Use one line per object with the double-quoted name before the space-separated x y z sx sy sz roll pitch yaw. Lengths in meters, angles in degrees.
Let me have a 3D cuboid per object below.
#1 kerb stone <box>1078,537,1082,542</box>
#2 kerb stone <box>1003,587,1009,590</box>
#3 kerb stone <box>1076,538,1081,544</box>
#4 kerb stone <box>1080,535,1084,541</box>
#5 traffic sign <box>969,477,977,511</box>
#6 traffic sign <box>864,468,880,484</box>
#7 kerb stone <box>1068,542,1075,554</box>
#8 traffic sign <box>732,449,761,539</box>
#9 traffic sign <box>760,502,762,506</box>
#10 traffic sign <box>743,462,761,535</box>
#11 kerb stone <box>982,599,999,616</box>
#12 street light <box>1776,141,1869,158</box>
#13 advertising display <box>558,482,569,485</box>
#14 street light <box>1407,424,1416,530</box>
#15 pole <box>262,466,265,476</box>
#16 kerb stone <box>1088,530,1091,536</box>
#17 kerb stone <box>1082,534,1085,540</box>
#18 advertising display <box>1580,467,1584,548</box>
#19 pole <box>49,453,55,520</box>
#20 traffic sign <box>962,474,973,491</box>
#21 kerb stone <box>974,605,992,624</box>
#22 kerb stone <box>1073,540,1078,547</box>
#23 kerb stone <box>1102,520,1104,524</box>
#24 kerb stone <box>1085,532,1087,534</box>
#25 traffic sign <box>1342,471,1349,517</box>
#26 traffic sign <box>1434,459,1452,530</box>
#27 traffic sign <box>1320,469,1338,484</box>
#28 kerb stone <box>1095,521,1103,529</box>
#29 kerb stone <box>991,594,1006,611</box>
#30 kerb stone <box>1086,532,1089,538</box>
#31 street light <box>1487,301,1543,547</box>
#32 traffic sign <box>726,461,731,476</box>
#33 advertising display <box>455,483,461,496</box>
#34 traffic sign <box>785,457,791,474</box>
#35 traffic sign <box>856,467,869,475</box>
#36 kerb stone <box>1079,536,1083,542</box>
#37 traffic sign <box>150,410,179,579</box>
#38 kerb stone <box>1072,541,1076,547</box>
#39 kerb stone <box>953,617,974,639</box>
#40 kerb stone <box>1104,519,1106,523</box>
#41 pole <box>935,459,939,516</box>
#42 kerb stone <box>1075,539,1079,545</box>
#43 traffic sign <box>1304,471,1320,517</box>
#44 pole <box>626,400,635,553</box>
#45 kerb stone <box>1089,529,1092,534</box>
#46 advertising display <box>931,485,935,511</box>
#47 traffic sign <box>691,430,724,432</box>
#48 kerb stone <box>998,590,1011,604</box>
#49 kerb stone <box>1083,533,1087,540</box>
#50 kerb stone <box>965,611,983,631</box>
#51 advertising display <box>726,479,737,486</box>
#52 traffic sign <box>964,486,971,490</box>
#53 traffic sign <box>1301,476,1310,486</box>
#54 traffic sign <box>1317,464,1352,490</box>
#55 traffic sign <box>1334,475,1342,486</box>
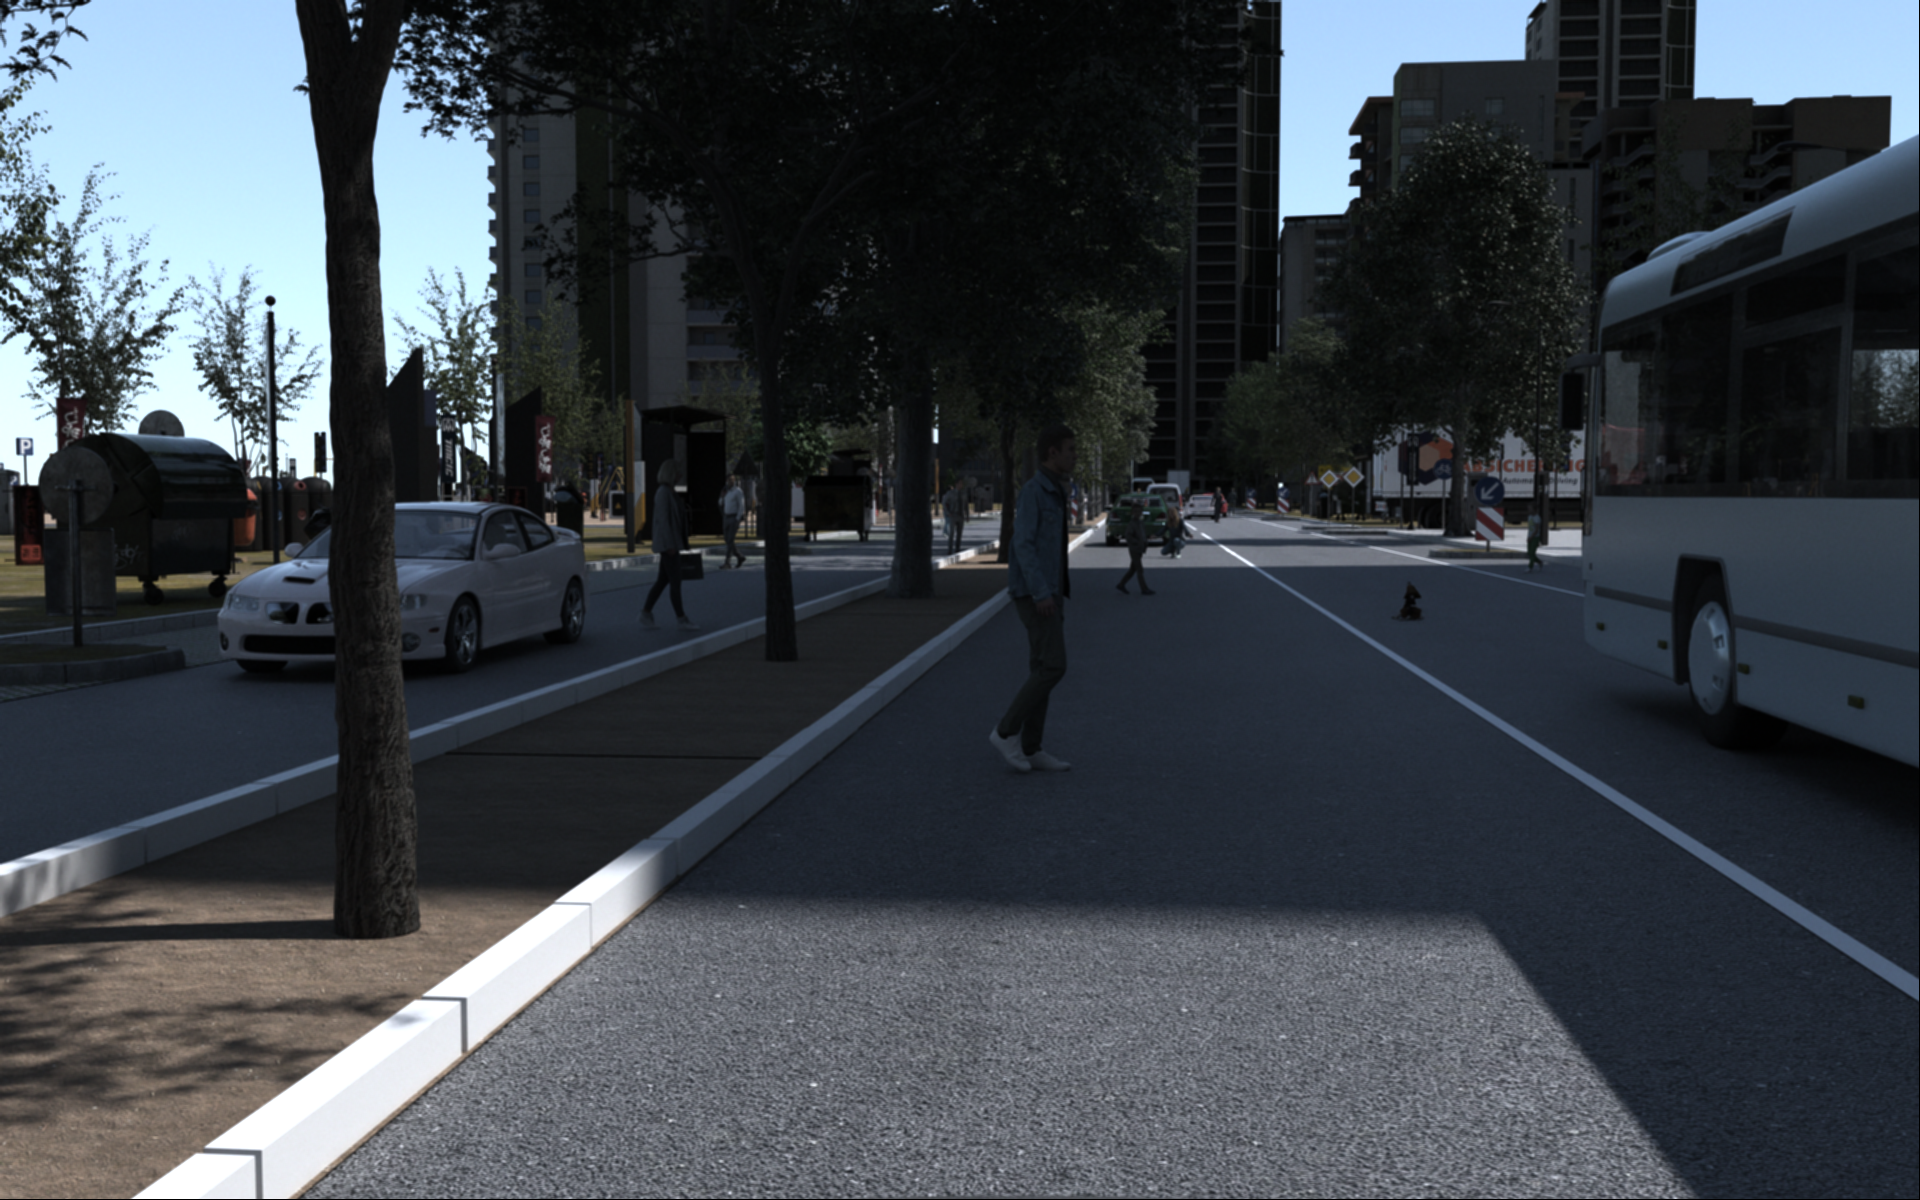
"kerb stone" 3.283 -1.618 48.721 0.120 0.150 1.000 0 4 6
"kerb stone" 0.638 -0.063 23.252 0.120 0.150 1.000 0 4 6
"kerb stone" 3.177 -1.558 47.701 0.120 0.150 1.000 0 4 6
"kerb stone" 3.494 -1.742 50.765 0.120 0.150 1.000 0 4 6
"traffic sign" 0.914 -7.907 129.386 0.768 2.556 0.104 0 4 7
"traffic sign" -3.887 -4.544 75.487 0.795 2.450 0.064 1 4 12
"kerb stone" 2.755 -1.305 43.626 0.120 0.150 1.000 0 4 6
"traffic sign" -6.126 -3.033 49.596 0.884 2.594 0.081 1 4 13
"traffic sign" -8.306 -4.408 72.180 0.768 2.556 0.104 1 4 12
"traffic sign" -6.538 -3.200 54.454 0.606 2.300 0.079 1 4 10
"kerb stone" 0.322 0.125 20.198 0.120 0.150 1.000 0 4 6
"street light" 11.454 -3.082 22.931 1.470 5.913 1.316 0 4 6
"advertising display" -21.823 -5.513 95.356 0.123 1.923 0.974 3 4 36
"street light" 15.496 -5.436 61.420 1.470 5.913 1.316 0 4 6
"pole" -51.294 -8.185 127.674 0.158 3.312 0.155 0 3 0
"kerb stone" 4.130 -2.121 56.877 0.120 0.150 1.000 0 4 6
"kerb stone" 3.599 -1.810 51.786 0.120 0.150 1.000 0 4 6
"advertising display" 15.062 -2.195 41.096 0.123 1.923 0.974 -1 4 -15
"pole" -45.434 -5.678 86.683 0.158 3.312 0.155 0 3 0
"traffic sign" 0.421 -6.844 111.906 0.884 2.594 0.081 0 4 7
"kerb stone" 0.220 0.187 19.181 0.120 0.150 1.000 0 4 6
"kerb stone" 2.966 -1.435 45.664 0.120 0.150 1.000 0 4 6
"kerb stone" 6.300 -3.405 77.874 0.120 0.150 1.000 0 4 6
"kerb stone" 3.806 -1.934 53.819 0.120 0.150 1.000 0 4 6
"traffic sign" 21.642 -5.895 96.483 0.768 2.556 0.104 1 4 16
"traffic sign" 17.367 -3.795 62.147 0.768 2.556 0.104 0 4 7
"traffic sign" 19.169 -5.507 90.042 0.884 2.594 0.081 1 4 14
"kerb stone" 6.094 -3.281 75.837 0.120 0.150 1.000 0 4 6
"kerb stone" 0.430 0.067 21.219 0.120 0.150 1.000 0 4 6
"kerb stone" 3.922 -1.995 54.835 0.120 0.150 1.000 0 4 6
"street light" 13.404 -4.239 41.844 1.470 5.913 1.316 0 4 6
"traffic sign" -8.769 -3.873 63.437 0.768 2.556 0.104 1 4 11
"advertising display" -28.764 -5.768 99.519 0.123 1.923 0.974 -3 4 -37
"traffic sign" -5.729 -3.338 54.675 0.768 2.556 0.104 0 4 8
"traffic sign" -4.591 -5.033 82.396 0.768 2.556 0.104 1 4 13
"kerb stone" 3.388 -1.685 49.740 0.120 0.150 1.000 0 4 6
"traffic sign" -12.085 -1.596 26.206 0.768 2.556 0.104 1 4 9
"kerb stone" 2.853 -1.370 44.643 0.120 0.150 1.000 0 4 6
"kerb stone" 0.005 0.309 17.144 0.120 0.150 1.000 0 4 6
"kerb stone" 6.624 -3.590 80.926 0.120 0.150 1.000 0 4 6
"pole" -1.334 -6.493 100.009 0.158 3.312 0.155 0 3 0
"kerb stone" 3.074 -1.498 46.681 0.120 0.150 1.000 0 4 6
"traffic sign" 19.379 -5.833 95.370 0.884 2.594 0.081 1 4 12
"pole" -7.165 -2.679 37.642 0.158 3.312 0.155 0 3 0
"kerb stone" 4.342 -2.246 58.910 0.120 0.150 1.000 0 4 6
"advertising display" -2.495 -8.309 141.067 0.974 1.923 0.123 -2 4 -32
"traffic sign" -8.595 -3.751 55.204 2.265 3.308 0.079 1 4 10
"kerb stone" 0.531 0.001 22.236 0.120 0.150 1.000 0 4 6
"kerb stone" 3.710 -1.872 52.802 0.120 0.150 1.000 0 4 6
"kerb stone" 0.113 0.247 18.164 0.120 0.150 1.000 0 4 6
"advertising display" -9.907 -4.157 73.187 0.974 1.923 0.123 -1 4 -13
"traffic sign" 0.358 -7.691 125.754 0.884 2.594 0.081 1 4 15
"traffic sign" 23.802 -7.266 118.904 0.768 2.556 0.104 1 4 8
"traffic sign" 25.071 -7.464 115.904 2.265 3.308 0.079 1 4 9
"traffic sign" 25.141 -7.059 115.526 0.768 2.556 0.104 0 4 7
